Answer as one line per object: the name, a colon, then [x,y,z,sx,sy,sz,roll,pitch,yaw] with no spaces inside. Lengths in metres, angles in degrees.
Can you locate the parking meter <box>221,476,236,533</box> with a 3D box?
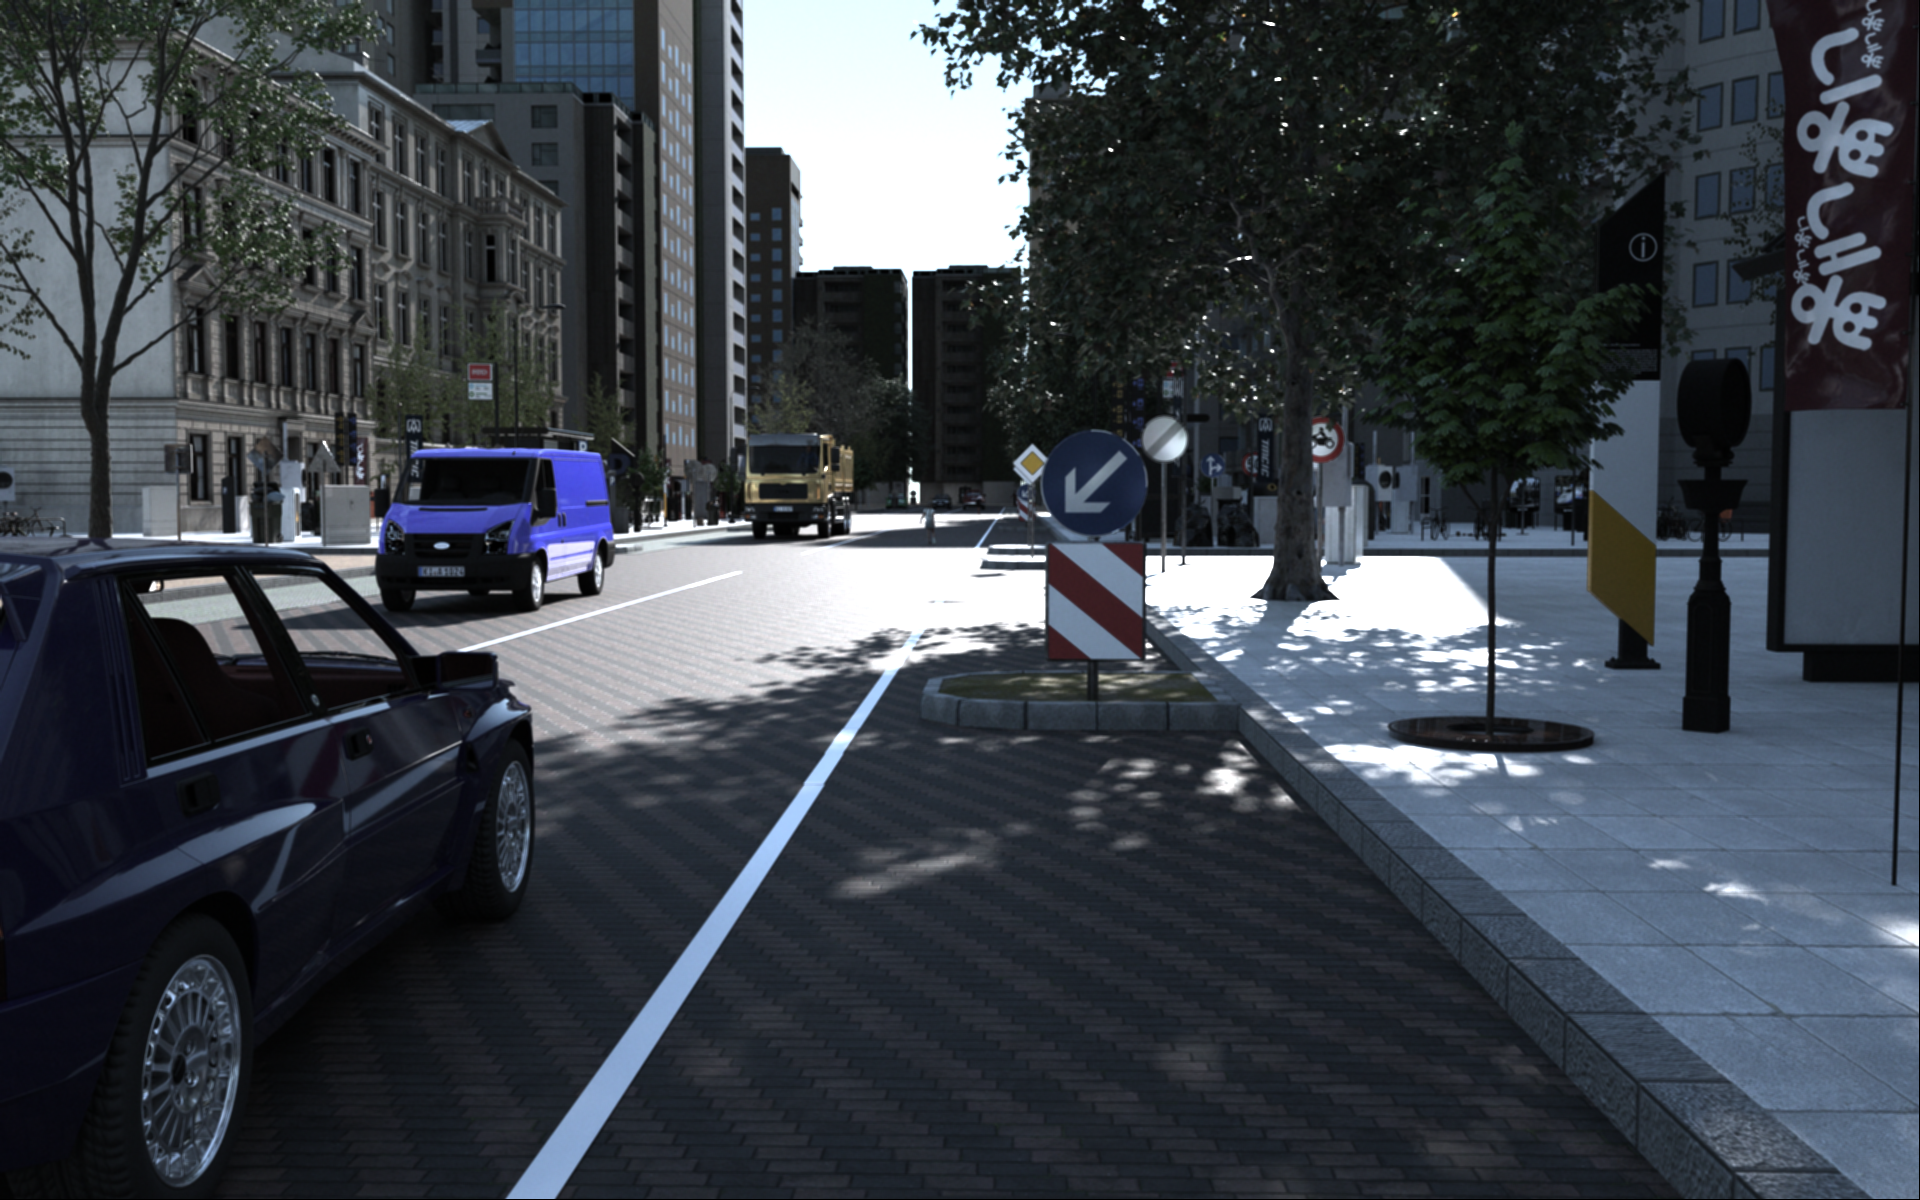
parking meter: [-23.876,-3.108,56.529,0.399,1.863,0.255,2,4,32]

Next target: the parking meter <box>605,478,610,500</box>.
parking meter: [-11.350,-3.015,55.010,0.255,1.863,0.399,3,5,44]

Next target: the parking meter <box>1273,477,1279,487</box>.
parking meter: [10.029,-3.051,55.603,0.255,1.863,0.399,-3,4,-36]

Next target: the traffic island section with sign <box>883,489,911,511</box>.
traffic island section with sign: [-5.430,-8.398,145.927,1.989,1.847,2.006,0,4,2]

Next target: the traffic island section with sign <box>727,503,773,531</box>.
traffic island section with sign: [-7.893,-3.579,67.145,1.989,1.847,2.006,0,4,2]

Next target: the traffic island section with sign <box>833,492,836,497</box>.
traffic island section with sign: [-7.047,-5.227,94.087,1.989,1.847,2.006,0,4,2]

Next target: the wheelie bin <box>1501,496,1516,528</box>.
wheelie bin: [21.034,-3.557,66.058,0.693,1.594,0.980,0,4,3]

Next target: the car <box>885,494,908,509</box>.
car: [-5.482,-8.663,150.442,1.959,1.807,4.718,0,4,1]

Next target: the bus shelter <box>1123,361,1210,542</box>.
bus shelter: [5.623,-4.397,49.525,2.179,5.291,8.768,0,4,2]

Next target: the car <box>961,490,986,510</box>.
car: [1.261,-9.200,159.093,2.281,1.827,5.304,0,3,0]

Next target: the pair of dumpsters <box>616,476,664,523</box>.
pair of dumpsters: [-14.275,-4.548,76.857,1.574,2.255,4.437,0,4,2]

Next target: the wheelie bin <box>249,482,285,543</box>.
wheelie bin: [-18.033,-2.272,45.063,0.980,1.594,0.693,0,4,4]

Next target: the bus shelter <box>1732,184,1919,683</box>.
bus shelter: [6.263,-0.938,9.252,2.014,3.302,5.546,0,4,2]

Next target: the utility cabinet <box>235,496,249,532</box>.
utility cabinet: [-24.698,-2.948,59.355,0.306,1.237,1.020,0,4,-6]

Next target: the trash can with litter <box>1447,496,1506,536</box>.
trash can with litter: [15.777,-2.559,52.899,2.233,1.210,1.678,-1,4,-14]

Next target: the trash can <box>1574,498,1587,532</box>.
trash can: [21.085,-2.867,58.528,0.748,1.137,0.748,0,3,0]

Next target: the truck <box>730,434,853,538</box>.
truck: [-5.341,-3.799,58.039,3.469,3.379,9.791,0,4,2]

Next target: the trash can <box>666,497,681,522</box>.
trash can: [-13.452,-4.249,81.128,0.748,1.137,0.748,0,3,0]

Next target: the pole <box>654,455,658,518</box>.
pole: [-16.009,-5.965,91.364,0.158,3.312,0.155,0,3,0]

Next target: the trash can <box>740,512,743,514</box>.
trash can: [-13.134,-5.542,102.270,0.748,1.137,0.748,0,3,0]

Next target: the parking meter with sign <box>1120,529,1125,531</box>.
parking meter with sign: [5.060,-3.904,60.087,0.543,3.016,1.738,-3,4,-39]

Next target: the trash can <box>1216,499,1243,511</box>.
trash can: [7.530,-2.249,48.427,0.748,1.137,0.748,0,3,0]

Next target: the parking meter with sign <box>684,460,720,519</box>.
parking meter with sign: [-13.015,-5.585,87.571,1.738,3.016,0.543,1,4,17]

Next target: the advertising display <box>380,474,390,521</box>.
advertising display: [-18.347,-3.063,55.291,0.123,1.923,0.974,-2,4,-27]

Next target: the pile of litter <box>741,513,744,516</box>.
pile of litter: [-12.209,-5.232,99.504,1.176,0.858,1.719,0,4,0]

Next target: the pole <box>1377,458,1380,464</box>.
pole: [23.359,-6.296,96.775,0.158,3.312,0.155,0,3,0]

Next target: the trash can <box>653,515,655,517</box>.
trash can: [-17.417,-5.229,97.143,0.748,1.137,0.748,0,3,0]

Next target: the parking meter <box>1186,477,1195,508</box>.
parking meter: [7.639,-3.203,58.086,0.399,1.863,0.255,3,5,40]

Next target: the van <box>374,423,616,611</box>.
van: [-6.074,-1.136,22.966,2.240,2.365,5.245,0,4,1]

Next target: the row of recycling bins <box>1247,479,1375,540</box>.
row of recycling bins: [9.857,-2.547,48.748,3.534,1.692,1.069,0,4,0]

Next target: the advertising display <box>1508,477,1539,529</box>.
advertising display: [20.786,-3.599,64.062,0.974,1.923,0.123,0,4,5]

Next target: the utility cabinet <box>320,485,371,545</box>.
utility cabinet: [-15.361,-2.119,43.318,0.318,1.500,1.173,3,5,44]

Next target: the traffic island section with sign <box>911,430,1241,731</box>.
traffic island section with sign: [0.747,-0.174,11.465,1.989,1.847,2.006,0,4,2]

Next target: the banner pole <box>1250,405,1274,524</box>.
banner pole: [8.184,-3.503,47.287,0.863,3.779,0.401,-1,4,-11]

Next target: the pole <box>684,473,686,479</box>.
pole: [-17.271,-7.058,109.244,0.158,3.312,0.155,0,3,0]

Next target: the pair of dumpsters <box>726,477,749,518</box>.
pair of dumpsters: [-11.822,-5.609,94.200,1.574,2.255,4.437,0,4,2]

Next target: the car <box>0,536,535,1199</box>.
car: [-2.355,0.483,4.690,1.945,1.354,3.894,0,4,0]

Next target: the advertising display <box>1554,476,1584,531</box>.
advertising display: [21.252,-3.377,60.434,0.974,1.923,0.123,1,4,14]

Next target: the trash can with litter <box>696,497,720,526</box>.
trash can with litter: [-10.251,-3.593,70.133,1.055,1.170,0.624,0,4,4]

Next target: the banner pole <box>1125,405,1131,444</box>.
banner pole: [4.167,-3.223,42.709,0.863,3.779,0.401,-1,4,-9]

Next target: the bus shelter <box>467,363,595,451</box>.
bus shelter: [-13.870,-4.771,55.643,2.179,5.291,8.768,0,4,2]

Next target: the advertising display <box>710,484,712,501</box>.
advertising display: [-15.552,-6.270,107.734,0.123,1.923,0.974,0,4,1]

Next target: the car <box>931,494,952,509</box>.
car: [-1.714,-9.412,163.672,2.009,1.686,4.222,0,4,3]

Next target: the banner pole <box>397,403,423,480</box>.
banner pole: [-15.277,-3.547,48.013,0.863,3.779,0.401,-2,4,-31]

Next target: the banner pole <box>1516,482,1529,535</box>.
banner pole: [17.752,-3.943,54.478,0.401,3.779,0.863,1,4,12]

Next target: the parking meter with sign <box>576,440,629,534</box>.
parking meter with sign: [-11.553,-3.664,56.165,1.738,3.016,0.543,1,4,23]

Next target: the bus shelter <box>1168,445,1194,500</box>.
bus shelter: [7.344,-4.290,64.066,2.014,3.302,5.546,0,4,2]

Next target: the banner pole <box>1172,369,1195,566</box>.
banner pole: [3.920,-2.498,30.854,0.401,3.779,0.863,2,4,27]

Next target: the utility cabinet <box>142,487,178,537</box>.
utility cabinet: [-23.996,-2.645,51.925,0.318,1.500,1.173,1,4,13]

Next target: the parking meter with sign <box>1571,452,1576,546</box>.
parking meter with sign: [15.937,-2.832,42.563,1.738,3.016,0.543,2,4,34]

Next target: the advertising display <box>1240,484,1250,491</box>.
advertising display: [18.274,-6.436,110.443,0.974,1.923,0.123,3,5,44]
